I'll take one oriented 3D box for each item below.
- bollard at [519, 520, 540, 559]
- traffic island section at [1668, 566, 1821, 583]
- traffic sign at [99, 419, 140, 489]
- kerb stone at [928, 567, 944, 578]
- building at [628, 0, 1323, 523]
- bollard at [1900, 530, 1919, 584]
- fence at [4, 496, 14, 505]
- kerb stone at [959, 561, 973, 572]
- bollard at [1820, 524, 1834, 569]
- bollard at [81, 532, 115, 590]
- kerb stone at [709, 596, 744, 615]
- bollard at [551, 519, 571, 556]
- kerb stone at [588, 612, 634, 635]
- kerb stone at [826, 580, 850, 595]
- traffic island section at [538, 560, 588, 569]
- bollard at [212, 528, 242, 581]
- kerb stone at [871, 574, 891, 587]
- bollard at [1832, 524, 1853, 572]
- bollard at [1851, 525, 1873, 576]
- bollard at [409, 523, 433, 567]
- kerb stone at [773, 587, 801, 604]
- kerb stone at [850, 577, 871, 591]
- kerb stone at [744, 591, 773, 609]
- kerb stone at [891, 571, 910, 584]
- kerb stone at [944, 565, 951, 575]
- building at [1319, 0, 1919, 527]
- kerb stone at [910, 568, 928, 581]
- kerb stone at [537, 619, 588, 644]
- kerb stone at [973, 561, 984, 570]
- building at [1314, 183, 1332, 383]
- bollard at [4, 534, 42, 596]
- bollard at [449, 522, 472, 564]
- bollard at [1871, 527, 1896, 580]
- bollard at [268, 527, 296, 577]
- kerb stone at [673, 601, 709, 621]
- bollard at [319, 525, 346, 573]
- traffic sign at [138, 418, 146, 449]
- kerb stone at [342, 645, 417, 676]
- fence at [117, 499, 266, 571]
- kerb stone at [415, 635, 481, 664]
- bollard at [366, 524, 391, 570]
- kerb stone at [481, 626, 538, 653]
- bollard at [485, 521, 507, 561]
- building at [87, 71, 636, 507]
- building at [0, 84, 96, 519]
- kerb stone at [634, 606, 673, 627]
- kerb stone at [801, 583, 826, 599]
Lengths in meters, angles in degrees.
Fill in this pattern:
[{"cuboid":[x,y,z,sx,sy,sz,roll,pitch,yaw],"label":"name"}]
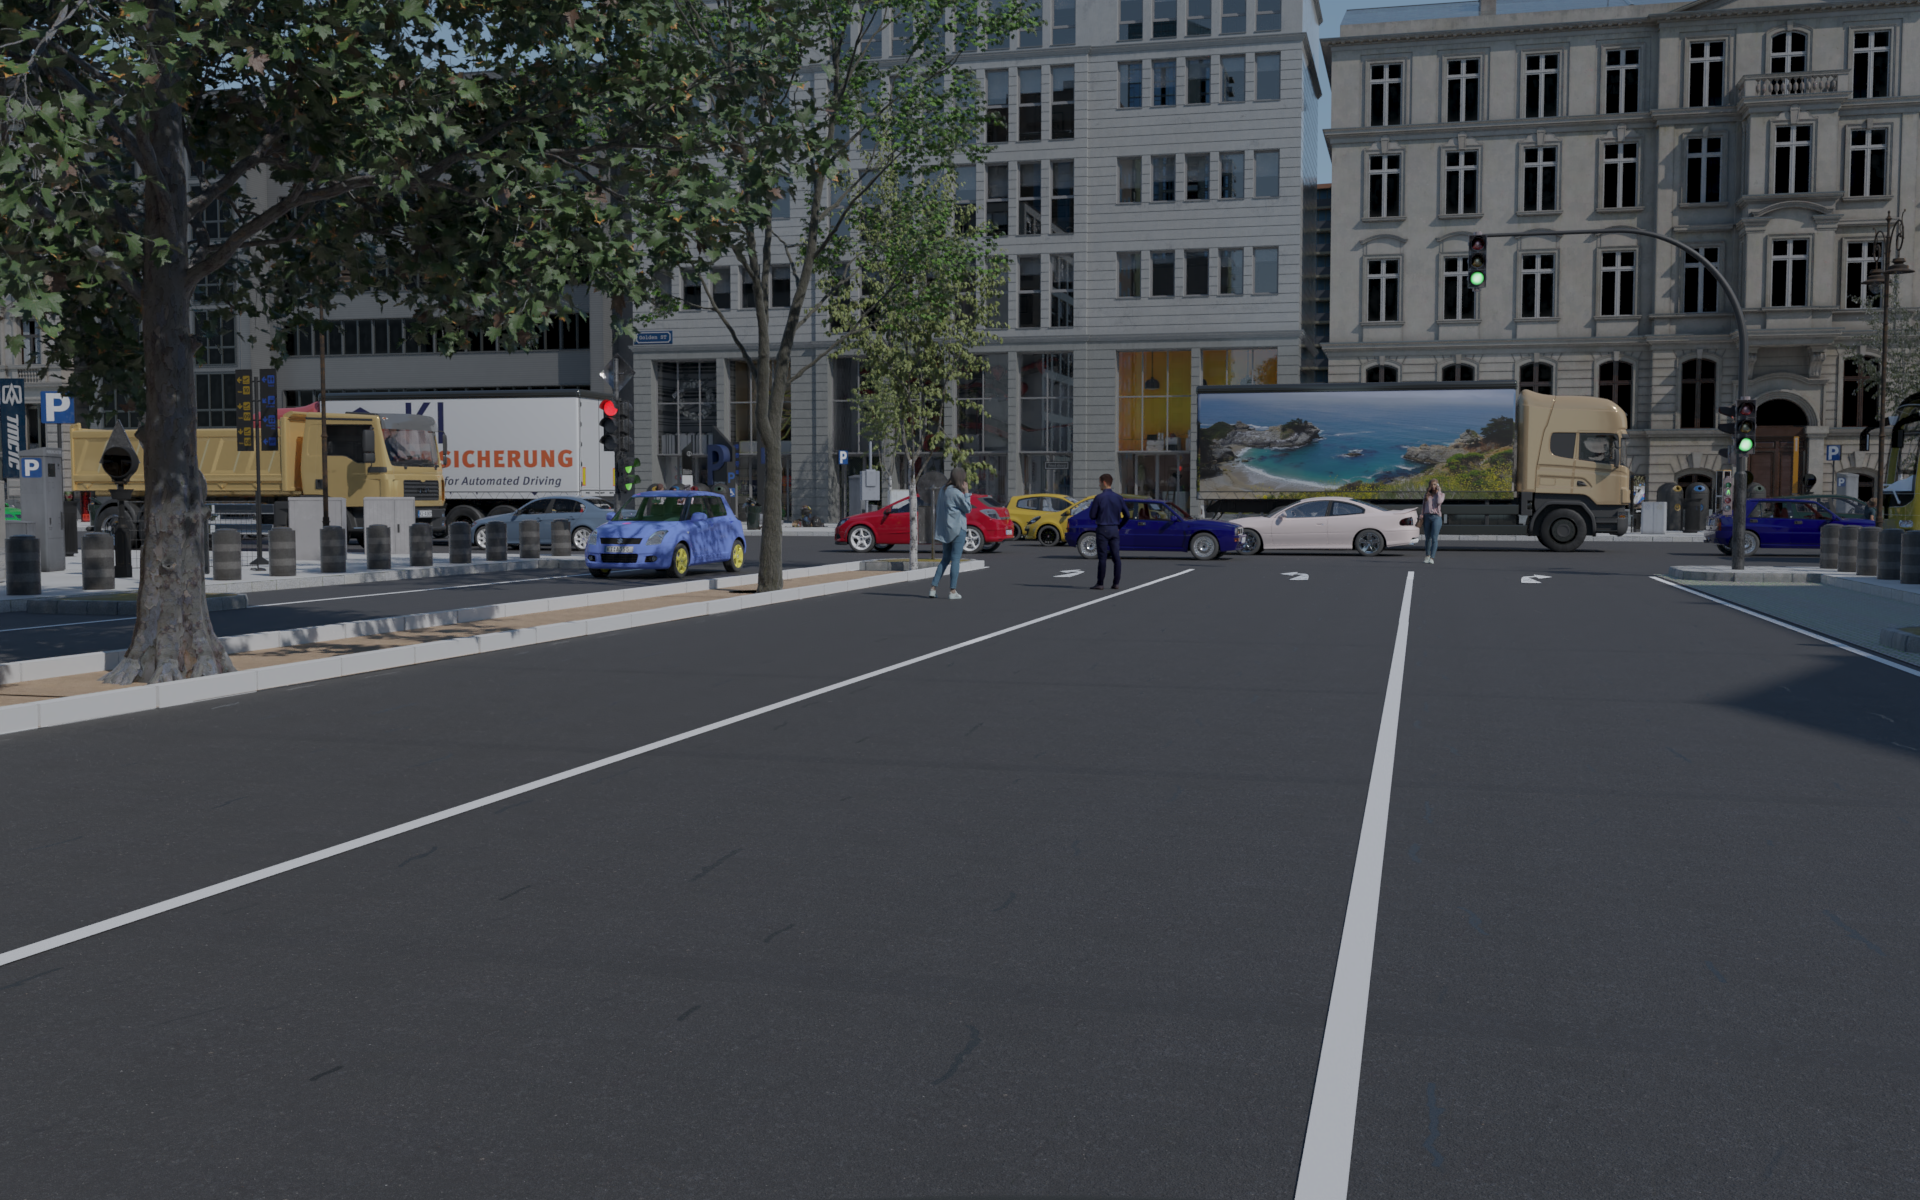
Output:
[{"cuboid":[-8.597,-1.216,34.591,0.404,0.777,0.398,0,3,0],"label":"bollard"},{"cuboid":[13.216,-0.435,29.400,2.009,0.180,2.903,1,4,15],"label":"traffic island section"},{"cuboid":[-14.673,-1.848,30.227,0.884,2.594,0.081,1,4,18],"label":"traffic sign"},{"cuboid":[-0.513,-0.476,29.981,0.120,0.150,1.000,1,4,15],"label":"kerb stone"},{"cuboid":[0.920,-18.433,78.865,29.804,29.767,11.434,1,4,15],"label":"building"},{"cuboid":[13.664,-0.613,24.734,0.404,0.777,0.398,0,3,0],"label":"bollard"},{"cuboid":[-44.683,-4.213,80.088,2.264,1.192,0.480,1,4,9],"label":"fence"},{"cuboid":[0.011,-0.589,31.986,0.120,0.150,1.000,1,4,15],"label":"kerb stone"},{"cuboid":[15.010,-0.921,29.771,0.404,0.777,0.398,0,3,0],"label":"bollard"},{"cuboid":[-11.606,-0.526,23.319,0.404,0.777,0.398,0,3,0],"label":"bollard"},{"cuboid":[-2.902,0.074,21.018,0.120,0.150,1.000,1,4,15],"label":"kerb stone"},{"cuboid":[-8.257,-1.293,35.855,0.404,0.777,0.398,0,3,0],"label":"bollard"},{"cuboid":[-3.701,0.258,18.034,0.120,0.150,1.000,1,4,15],"label":"kerb stone"},{"cuboid":[-1.844,-0.172,25.005,0.120,0.150,1.000,1,4,15],"label":"kerb stone"},{"cuboid":[-6.873,-0.763,34.749,2.009,0.180,2.903,1,4,15],"label":"traffic island section"},{"cuboid":[-10.934,-0.679,25.826,0.404,0.777,0.398,0,3,0],"label":"bollard"},{"cuboid":[-1.315,-0.294,26.995,0.120,0.150,1.000,1,4,15],"label":"kerb stone"},{"cuboid":[14.680,-0.844,28.517,0.404,0.777,0.398,0,3,0],"label":"bollard"},{"cuboid":[14.335,-0.767,27.253,0.404,0.777,0.398,0,3,0],"label":"bollard"},{"cuboid":[-9.598,-0.986,30.836,0.404,0.777,0.398,0,3,0],"label":"bollard"},{"cuboid":[-2.377,-0.051,23.024,0.120,0.150,1.000,1,4,15],"label":"kerb stone"},{"cuboid":[-1.579,-0.225,25.995,0.120,0.150,1.000,1,4,15],"label":"kerb stone"},{"cuboid":[-2.642,0.011,22.025,0.120,0.150,1.000,1,4,15],"label":"kerb stone"},{"cuboid":[-1.056,-0.353,27.989,0.120,0.150,1.000,1,4,15],"label":"kerb stone"},{"cuboid":[-0.248,-0.536,30.983,0.120,0.150,1.000,1,4,15],"label":"kerb stone"},{"cuboid":[32.636,-15.401,70.886,34.723,24.649,14.460,1,4,15],"label":"building"},{"cuboid":[-0.781,-0.415,28.984,0.120,0.150,1.000,1,4,15],"label":"kerb stone"},{"cuboid":[-3.973,0.315,17.044,0.120,0.150,1.000,1,4,15],"label":"kerb stone"},{"cuboid":[0.281,-0.658,32.980,0.120,0.150,1.000,1,4,15],"label":"kerb stone"},{"cuboid":[58.185,-35.426,233.837,28.867,44.769,22.147,1,4,15],"label":"building"},{"cuboid":[-11.938,-0.450,22.068,0.404,0.777,0.398,0,3,0],"label":"bollard"},{"cuboid":[-9.261,-1.063,32.091,0.404,0.777,0.398,0,3,0],"label":"bollard"},{"cuboid":[14.000,-0.690,26.004,0.404,0.777,0.398,0,3,0],"label":"bollard"},{"cuboid":[-10.598,-0.756,27.082,0.404,0.777,0.398,0,3,0],"label":"bollard"},{"cuboid":[-3.187,0.133,20.025,0.120,0.150,1.000,1,4,15],"label":"kerb stone"},{"cuboid":[-10.261,-0.833,28.336,0.404,0.777,0.398,0,3,0],"label":"bollard"},{"cuboid":[-11.517,-1.518,24.923,0.768,2.556,0.104,1,4,15],"label":"traffic sign"},{"cuboid":[-4.771,0.497,14.074,0.120,0.150,1.000,1,4,15],"label":"kerb stone"},{"cuboid":[-12.657,-1.055,28.457,2.264,1.192,0.480,-2,4,-33],"label":"fence"},{"cuboid":[-4.507,0.436,15.064,0.120,0.150,1.000,1,4,15],"label":"kerb stone"},{"cuboid":[-9.933,-0.909,29.587,0.404,0.777,0.398,0,3,0],"label":"bollard"},{"cuboid":[-4.234,0.376,16.052,0.120,0.150,1.000,1,4,15],"label":"kerb stone"},{"cuboid":[-8.926,-1.139,33.340,0.404,0.777,0.398,0,3,0],"label":"bollard"},{"cuboid":[-27.928,-16.475,88.432,30.058,24.678,14.314,1,4,15],"label":"building"},{"cuboid":[-52.546,-16.164,93.167,19.941,23.489,11.050,1,4,15],"label":"building"},{"cuboid":[-3.441,0.196,19.027,0.120,0.150,1.000,1,4,15],"label":"kerb stone"},{"cuboid":[-2.110,-0.111,24.014,0.120,0.150,1.000,1,4,15],"label":"kerb stone"}]
